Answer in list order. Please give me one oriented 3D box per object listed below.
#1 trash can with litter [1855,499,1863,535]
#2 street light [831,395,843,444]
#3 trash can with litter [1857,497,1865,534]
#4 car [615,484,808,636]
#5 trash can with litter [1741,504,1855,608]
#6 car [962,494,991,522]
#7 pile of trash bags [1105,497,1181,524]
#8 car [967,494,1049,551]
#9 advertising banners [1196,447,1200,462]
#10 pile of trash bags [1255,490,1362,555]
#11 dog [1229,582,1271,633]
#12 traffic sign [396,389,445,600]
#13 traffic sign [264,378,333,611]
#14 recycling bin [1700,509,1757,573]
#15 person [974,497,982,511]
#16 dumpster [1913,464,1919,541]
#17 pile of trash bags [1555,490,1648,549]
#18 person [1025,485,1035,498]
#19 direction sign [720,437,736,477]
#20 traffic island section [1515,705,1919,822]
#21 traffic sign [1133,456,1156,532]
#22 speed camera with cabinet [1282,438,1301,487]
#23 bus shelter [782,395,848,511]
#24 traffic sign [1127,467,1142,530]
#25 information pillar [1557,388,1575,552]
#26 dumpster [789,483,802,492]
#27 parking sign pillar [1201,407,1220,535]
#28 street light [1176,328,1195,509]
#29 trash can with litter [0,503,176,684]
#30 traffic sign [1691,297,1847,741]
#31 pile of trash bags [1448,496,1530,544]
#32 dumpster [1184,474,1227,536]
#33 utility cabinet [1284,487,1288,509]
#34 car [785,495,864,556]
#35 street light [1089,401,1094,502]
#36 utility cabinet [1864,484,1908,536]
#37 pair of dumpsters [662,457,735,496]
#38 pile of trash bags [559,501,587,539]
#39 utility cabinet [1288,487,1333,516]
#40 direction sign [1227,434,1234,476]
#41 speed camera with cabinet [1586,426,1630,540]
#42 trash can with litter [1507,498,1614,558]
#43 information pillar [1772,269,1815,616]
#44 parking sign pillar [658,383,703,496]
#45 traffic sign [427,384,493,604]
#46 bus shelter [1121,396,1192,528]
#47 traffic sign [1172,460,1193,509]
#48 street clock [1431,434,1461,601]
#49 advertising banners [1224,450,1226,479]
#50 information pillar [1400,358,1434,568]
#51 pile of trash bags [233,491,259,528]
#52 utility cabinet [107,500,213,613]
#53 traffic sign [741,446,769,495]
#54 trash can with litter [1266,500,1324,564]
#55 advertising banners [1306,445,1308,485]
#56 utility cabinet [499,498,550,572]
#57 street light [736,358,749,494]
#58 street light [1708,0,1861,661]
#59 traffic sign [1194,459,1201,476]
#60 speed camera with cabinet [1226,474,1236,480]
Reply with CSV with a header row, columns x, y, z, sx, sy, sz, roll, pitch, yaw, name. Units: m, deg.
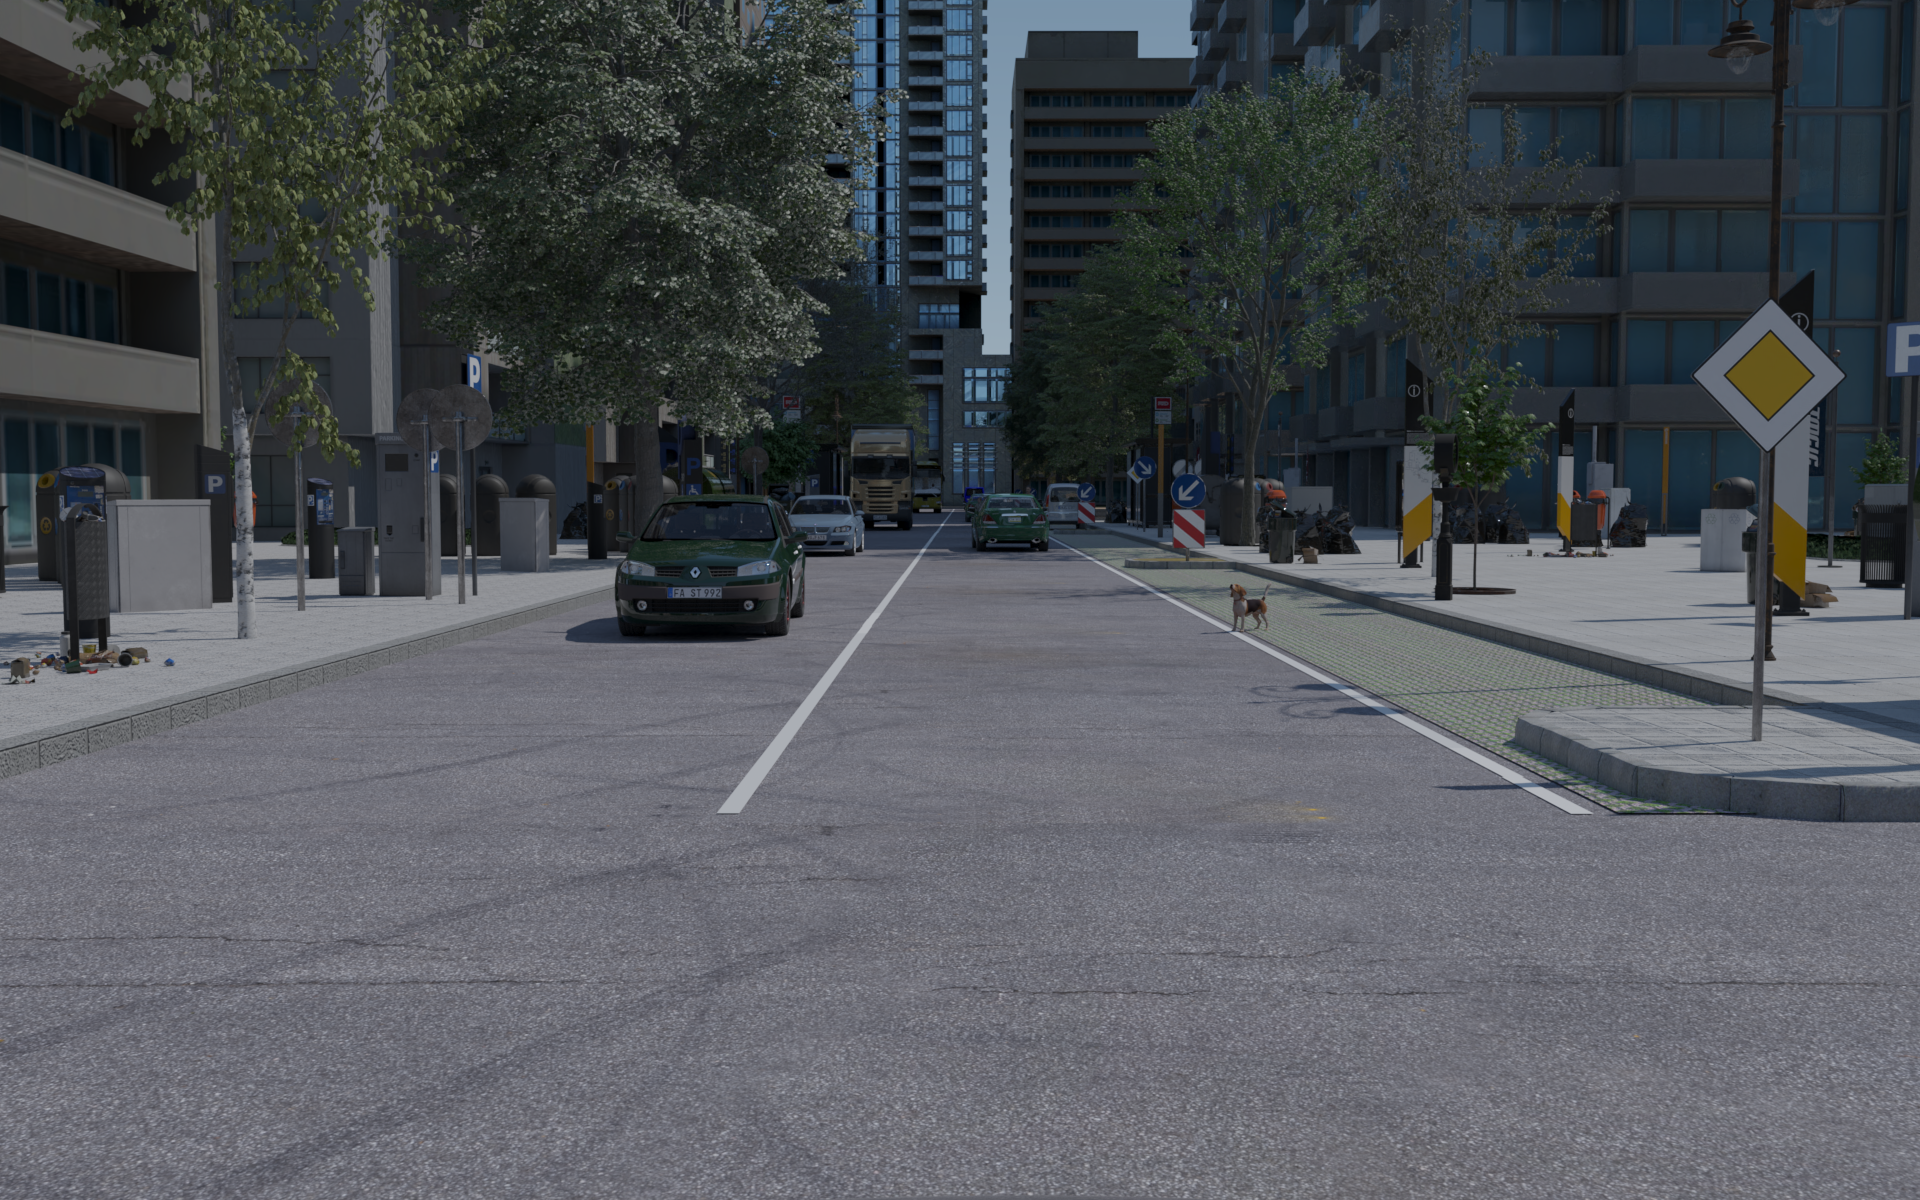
x,y,z,sx,sy,sz,roll,pitch,yaw,name
24.521,-2.199,47.342,0.624,1.170,1.055,0,4,-5,trash can with litter
-5.643,-6.531,79.570,0.468,5.910,1.993,0,4,0,street light
22.654,-2.003,43.801,1.678,1.210,2.233,-2,4,-30,trash can with litter
-2.621,-0.548,18.750,2.009,1.686,4.222,0,4,-2,car
9.565,-0.522,19.926,0.624,1.170,1.055,-2,4,-35,trash can with litter
1.189,-4.740,89.290,2.131,1.459,4.920,0,4,-1,car
8.065,-4.048,75.942,3.447,1.369,1.912,1,4,9,pile of trash bags
1.266,-2.013,44.709,2.131,1.459,4.920,0,4,-2,car
8.886,-4.116,63.486,0.090,3.025,2.074,0,4,-4,advertising banners
7.404,-1.731,38.060,1.912,1.369,3.447,-1,4,-10,pile of trash bags
3.025,0.076,18.041,0.406,0.507,0.540,1,4,12,dog
-6.446,-1.275,20.947,0.768,2.556,0.104,0,4,5,traffic sign
-7.240,-1.154,18.967,0.768,2.556,0.104,0,4,4,traffic sign
12.770,-0.990,28.736,0.722,1.027,0.722,3,5,43,recycling bin
0.829,-3.592,71.508,0.475,1.303,0.640,-1,4,-12,person
6.722,-0.454,9.923,1.502,2.255,1.985,0,4,0,dumpster
15.550,-1.958,41.763,1.912,1.369,3.447,2,4,26,pile of trash bags
2.370,-3.150,60.757,0.760,1.731,0.466,2,4,35,person
-9.288,-4.738,69.464,0.876,3.537,0.379,3,5,40,direction sign
4.164,0.811,9.020,2.009,0.180,2.903,0,4,0,traffic island section
6.226,-3.567,58.421,0.768,2.556,0.104,0,4,3,traffic sign
11.832,-4.146,62.131,0.660,3.252,2.038,0,4,8,speed camera with cabinet
-6.109,-5.838,73.083,2.179,5.291,8.768,0,4,0,bus shelter
6.329,-3.703,61.729,0.795,2.450,0.064,0,4,8,traffic sign
13.408,-2.872,38.314,0.504,3.616,0.183,-3,5,-39,information pillar
-7.642,-4.584,80.700,1.264,1.857,1.865,0,4,0,dumpster
7.835,-4.026,54.298,1.447,3.967,1.447,0,4,2,parking sign pillar
6.317,-4.610,48.163,0.468,5.910,1.993,0,4,0,street light
-6.675,-0.100,12.696,1.678,1.210,2.233,0,4,-4,trash can with litter
4.140,-0.324,8.943,0.795,2.450,0.064,0,4,0,traffic sign
14.316,-2.154,44.972,3.447,1.369,1.912,1,4,12,pile of trash bags
7.351,-2.809,51.681,1.264,1.857,1.865,0,3,0,dumpster
10.986,-2.910,56.256,1.173,1.500,0.318,2,4,24,utility cabinet
-3.258,-1.799,41.408,2.014,1.417,4.499,0,4,1,car
6.359,-6.783,83.695,0.468,5.910,1.993,0,4,0,street light
20.508,-1.793,37.999,1.173,1.500,0.318,3,4,38,utility cabinet
-6.799,-2.562,44.377,1.574,2.255,4.437,0,4,0,pair of dumpsters
-10.208,-2.496,50.564,1.912,1.369,3.447,1,4,14,pile of trash bags
10.377,-2.594,51.093,1.173,1.500,0.318,1,4,15,utility cabinet
10.212,-4.493,65.464,0.379,3.537,0.876,0,4,-6,direction sign
18.593,-3.384,49.663,0.660,3.252,2.038,0,4,1,speed camera with cabinet
12.358,-1.495,35.501,2.233,1.210,1.678,1,4,10,trash can with litter
8.669,-1.640,18.165,0.504,3.616,0.183,0,4,2,information pillar
-6.318,-3.192,40.656,1.447,3.967,1.447,-1,4,-14,parking sign pillar
-5.815,-1.225,20.141,0.768,2.556,0.104,0,4,3,traffic sign
7.630,-5.581,68.876,2.179,5.291,8.768,0,4,0,bus shelter
8.244,-3.918,64.159,0.768,2.556,0.104,0,4,1,traffic sign
5.848,-0.998,20.880,0.358,2.002,0.471,2,4,24,street clock
10.438,-4.409,68.280,0.090,3.025,2.074,1,4,10,advertising banners
7.905,-2.360,29.939,0.504,3.616,0.183,0,4,3,information pillar
-18.097,-1.864,40.237,3.447,1.369,1.912,-3,4,-38,pile of trash bags
-8.828,-0.486,19.109,0.306,1.237,1.020,3,5,43,utility cabinet
-5.484,-2.825,46.290,0.768,2.556,0.104,0,4,7,traffic sign
6.196,-1.263,32.037,1.055,1.170,0.624,1,4,9,trash can with litter
12.571,-4.070,62.732,0.090,3.025,2.074,1,4,12,advertising banners
-7.232,-1.077,28.774,1.020,1.237,0.306,3,5,41,utility cabinet
-5.702,-4.382,44.440,0.468,5.910,1.993,0,4,0,street light
6.209,-2.472,13.203,0.468,5.910,1.993,0,4,0,street light
8.781,-3.801,62.255,0.768,2.556,0.104,0,4,1,traffic sign
13.011,-5.302,81.031,0.660,3.252,2.038,-1,4,-12,speed camera with cabinet
